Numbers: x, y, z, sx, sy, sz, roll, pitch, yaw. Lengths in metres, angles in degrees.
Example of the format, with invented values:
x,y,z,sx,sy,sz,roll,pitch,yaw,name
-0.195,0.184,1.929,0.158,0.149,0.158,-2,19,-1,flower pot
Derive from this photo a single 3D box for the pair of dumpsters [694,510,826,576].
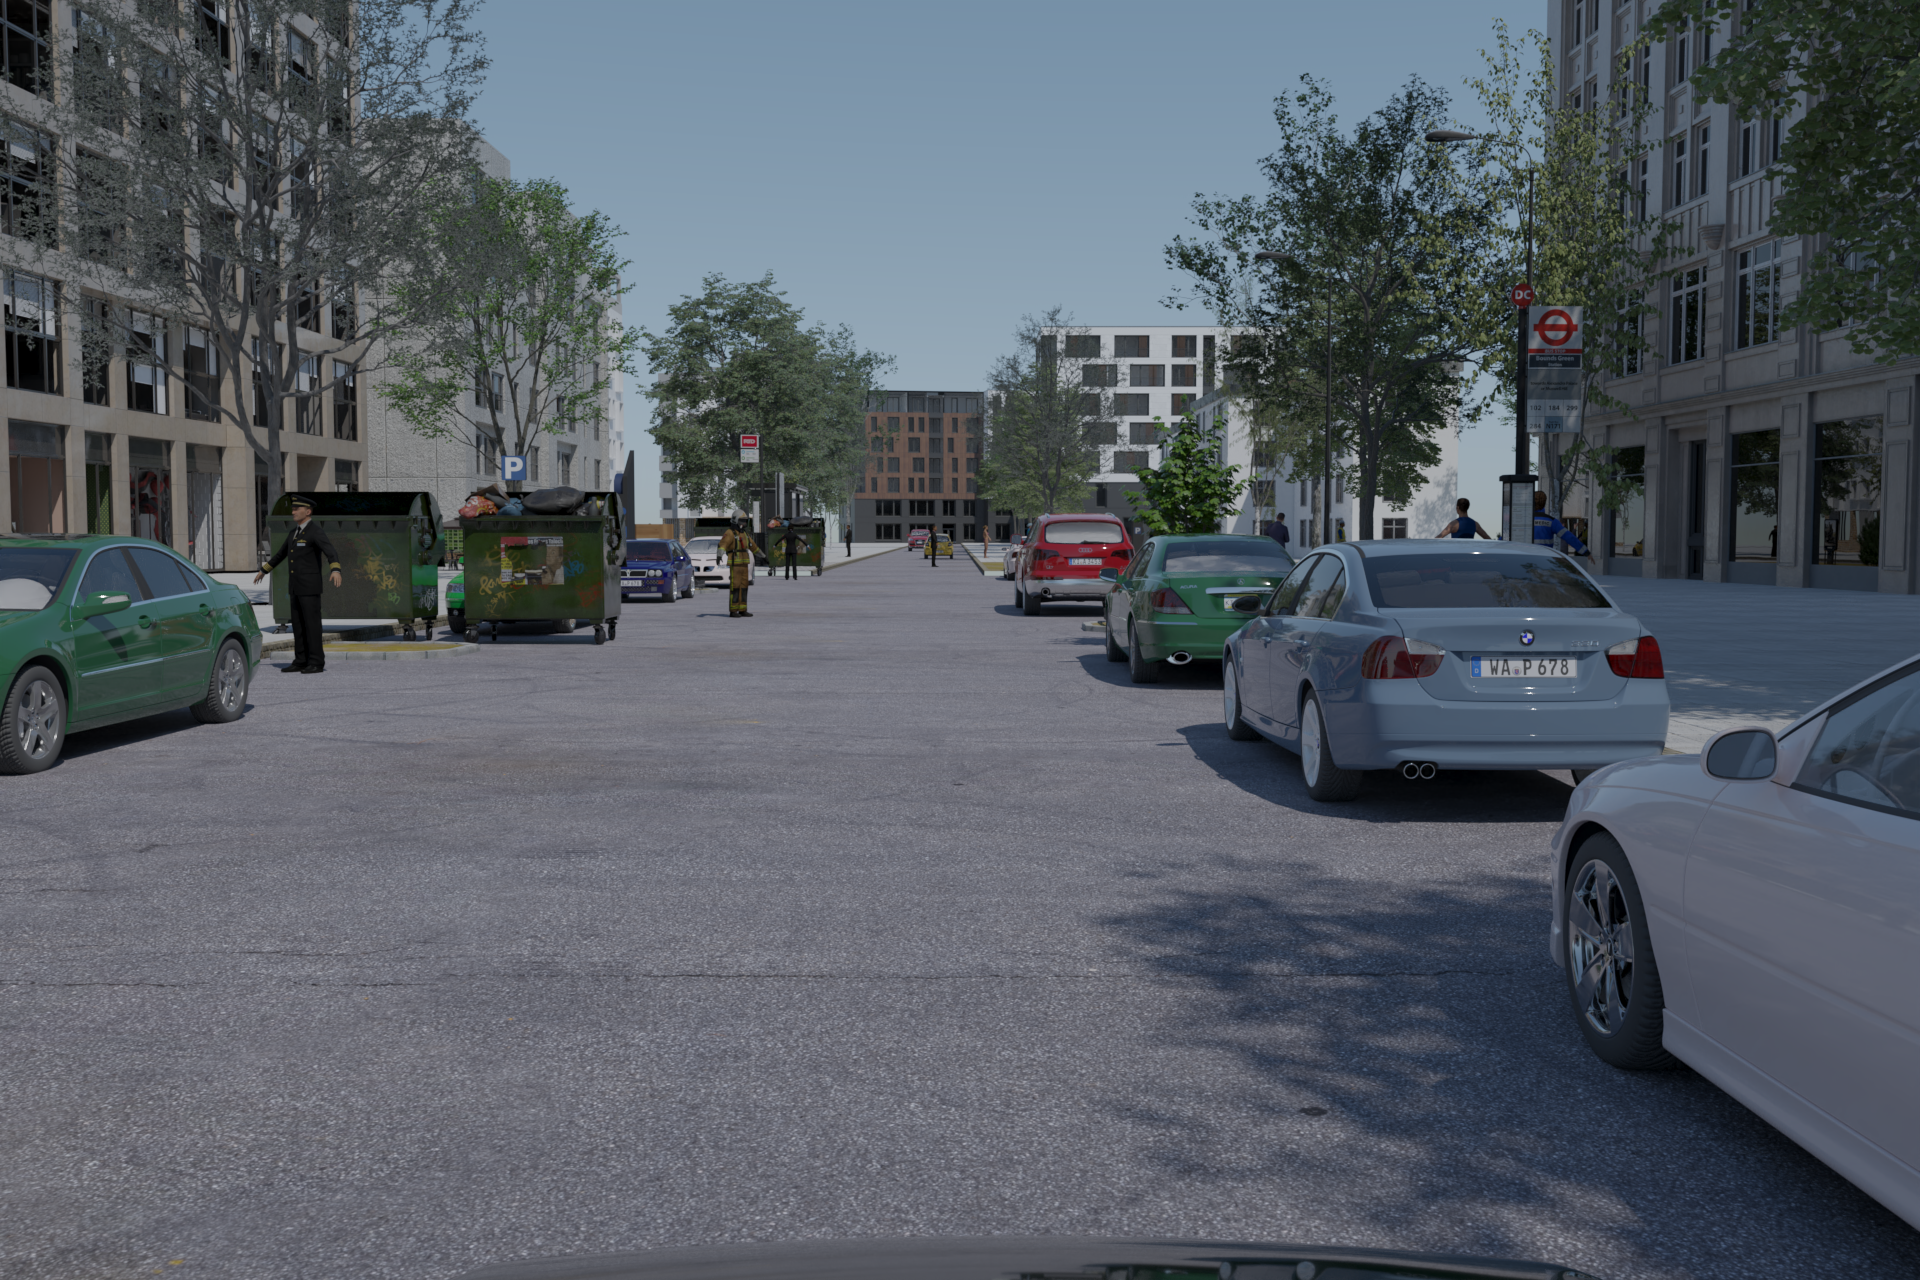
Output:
x,y,z,sx,sy,sz,roll,pitch,yaw,name
-6.815,-3.307,59.018,4.436,2.255,1.574,0,3,0,pair of dumpsters

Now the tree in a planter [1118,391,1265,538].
x,y,z,sx,sy,sz,roll,pitch,yaw,name
2.863,-1.500,21.741,1.991,3.239,1.994,0,4,0,tree in a planter

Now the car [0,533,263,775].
x,y,z,sx,sy,sz,roll,pitch,yaw,name
-6.432,-0.001,11.820,2.131,1.459,4.920,0,4,0,car

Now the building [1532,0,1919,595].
x,y,z,sx,sy,sz,roll,pitch,yaw,name
24.445,-14.396,47.395,10.469,25.551,25.511,0,4,0,building

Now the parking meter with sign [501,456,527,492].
x,y,z,sx,sy,sz,roll,pitch,yaw,name
-9.922,-2.641,39.437,0.543,3.016,1.738,0,4,0,parking meter with sign

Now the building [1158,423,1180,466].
x,y,z,sx,sy,sz,roll,pitch,yaw,name
21.028,-11.493,130.057,9.099,9.664,28.070,0,4,0,building

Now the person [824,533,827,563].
x,y,z,sx,sy,sz,roll,pitch,yaw,name
-6.320,-4.382,78.110,0.721,1.772,1.216,-2,4,-30,person

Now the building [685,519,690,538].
x,y,z,sx,sy,sz,roll,pitch,yaw,name
-27.252,-20.896,198.072,16.016,20.090,11.380,0,4,1,building

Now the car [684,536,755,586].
x,y,z,sx,sy,sz,roll,pitch,yaw,name
-6.657,-2.114,46.921,2.083,1.381,4.827,0,4,0,car

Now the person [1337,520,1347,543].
x,y,z,sx,sy,sz,roll,pitch,yaw,name
15.153,-3.833,68.636,0.705,1.833,1.349,1,4,17,person

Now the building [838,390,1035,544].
x,y,z,sx,sy,sz,roll,pitch,yaw,name
-0.582,-25.076,256.419,32.646,21.610,27.936,-1,4,-10,building

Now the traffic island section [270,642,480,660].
x,y,z,sx,sy,sz,roll,pitch,yaw,name
-6.859,0.133,20.688,1.991,0.108,1.994,0,4,1,traffic island section

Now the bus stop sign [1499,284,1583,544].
x,y,z,sx,sy,sz,roll,pitch,yaw,name
6.210,-1.826,18.561,0.855,3.939,0.416,0,4,-1,bus stop sign

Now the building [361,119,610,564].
x,y,z,sx,sy,sz,roll,pitch,yaw,name
-29.673,-13.654,89.697,16.747,18.905,31.486,0,4,0,building

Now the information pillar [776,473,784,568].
x,y,z,sx,sy,sz,roll,pitch,yaw,name
-6.932,-4.615,66.767,0.184,3.620,1.656,0,4,-1,information pillar

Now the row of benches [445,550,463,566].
x,y,z,sx,sy,sz,roll,pitch,yaw,name
-19.539,-3.334,69.978,1.422,0.672,4.104,3,4,38,row of benches

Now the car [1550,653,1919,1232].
x,y,z,sx,sy,sz,roll,pitch,yaw,name
2.650,0.559,3.230,2.083,1.381,4.827,0,3,0,car

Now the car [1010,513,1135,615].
x,y,z,sx,sy,sz,roll,pitch,yaw,name
2.100,-1.430,32.060,2.281,1.827,5.304,0,4,-1,car

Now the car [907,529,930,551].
x,y,z,sx,sy,sz,roll,pitch,yaw,name
-3.287,-8.286,144.151,2.281,1.827,5.304,0,4,-1,car

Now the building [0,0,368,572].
x,y,z,sx,sy,sz,roll,pitch,yaw,name
-32.681,-15.106,50.189,19.350,26.588,34.151,0,4,0,building

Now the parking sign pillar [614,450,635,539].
x,y,z,sx,sy,sz,roll,pitch,yaw,name
-10.647,-4.070,55.016,1.447,3.967,1.447,0,4,0,parking sign pillar

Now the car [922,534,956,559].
x,y,z,sx,sy,sz,roll,pitch,yaw,name
-1.231,-5.532,100.666,2.015,1.641,3.980,0,4,0,car

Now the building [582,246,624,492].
x,y,z,sx,sy,sz,roll,pitch,yaw,name
-29.289,-15.693,113.005,16.016,20.090,11.380,0,4,-1,building

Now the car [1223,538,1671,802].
x,y,z,sx,sy,sz,roll,pitch,yaw,name
2.740,0.088,10.564,2.014,1.417,4.499,0,4,0,car

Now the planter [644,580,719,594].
x,y,z,sx,sy,sz,roll,pitch,yaw,name
-6.967,-1.298,42.361,1.991,0.319,1.994,0,3,0,planter

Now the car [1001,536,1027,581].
x,y,z,sx,sy,sz,roll,pitch,yaw,name
2.354,-2.589,54.697,2.083,1.381,4.827,0,4,-1,car

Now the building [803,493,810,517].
x,y,z,sx,sy,sz,roll,pitch,yaw,name
-24.012,-17.372,226.176,9.099,9.664,28.070,0,4,-1,building

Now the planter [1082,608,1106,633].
x,y,z,sx,sy,sz,roll,pitch,yaw,name
2.841,-0.296,25.986,1.991,0.319,1.994,0,4,1,planter

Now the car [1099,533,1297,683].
x,y,z,sx,sy,sz,roll,pitch,yaw,name
2.559,-0.382,18.049,2.131,1.459,4.920,0,4,0,car

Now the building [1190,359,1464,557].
x,y,z,sx,sy,sz,roll,pitch,yaw,name
19.412,-9.476,97.079,9.099,9.664,28.070,0,4,-1,building

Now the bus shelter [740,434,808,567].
x,y,z,sx,sy,sz,roll,pitch,yaw,name
-7.763,-5.794,72.363,2.179,5.291,8.768,0,4,-1,bus shelter

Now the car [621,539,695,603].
x,y,z,sx,sy,sz,roll,pitch,yaw,name
-6.799,-1.513,37.325,1.945,1.354,3.894,0,4,0,car

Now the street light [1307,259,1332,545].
x,y,z,sx,sy,sz,roll,pitch,yaw,name
6.623,-3.430,28.622,1.470,5.913,1.316,0,4,-1,street light

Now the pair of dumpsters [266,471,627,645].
x,y,z,sx,sy,sz,roll,pitch,yaw,name
-6.692,-1.087,22.730,4.436,2.255,1.574,0,3,0,pair of dumpsters

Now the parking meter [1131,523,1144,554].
x,y,z,sx,sy,sz,roll,pitch,yaw,name
5.997,-3.227,58.477,0.399,1.863,0.255,0,4,0,parking meter

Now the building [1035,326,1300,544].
x,y,z,sx,sy,sz,roll,pitch,yaw,name
21.928,-20.951,186.525,27.936,21.610,32.646,0,4,0,building

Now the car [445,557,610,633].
x,y,z,sx,sy,sz,roll,pitch,yaw,name
-6.479,-1.077,26.413,1.959,1.807,4.718,0,4,0,car

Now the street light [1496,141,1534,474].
x,y,z,sx,sy,sz,roll,pitch,yaw,name
7.126,-2.909,20.096,1.470,5.913,1.316,0,4,-1,street light

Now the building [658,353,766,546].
x,y,z,sx,sy,sz,roll,pitch,yaw,name
-25.436,-19.885,181.544,16.016,20.090,11.380,0,4,0,building
